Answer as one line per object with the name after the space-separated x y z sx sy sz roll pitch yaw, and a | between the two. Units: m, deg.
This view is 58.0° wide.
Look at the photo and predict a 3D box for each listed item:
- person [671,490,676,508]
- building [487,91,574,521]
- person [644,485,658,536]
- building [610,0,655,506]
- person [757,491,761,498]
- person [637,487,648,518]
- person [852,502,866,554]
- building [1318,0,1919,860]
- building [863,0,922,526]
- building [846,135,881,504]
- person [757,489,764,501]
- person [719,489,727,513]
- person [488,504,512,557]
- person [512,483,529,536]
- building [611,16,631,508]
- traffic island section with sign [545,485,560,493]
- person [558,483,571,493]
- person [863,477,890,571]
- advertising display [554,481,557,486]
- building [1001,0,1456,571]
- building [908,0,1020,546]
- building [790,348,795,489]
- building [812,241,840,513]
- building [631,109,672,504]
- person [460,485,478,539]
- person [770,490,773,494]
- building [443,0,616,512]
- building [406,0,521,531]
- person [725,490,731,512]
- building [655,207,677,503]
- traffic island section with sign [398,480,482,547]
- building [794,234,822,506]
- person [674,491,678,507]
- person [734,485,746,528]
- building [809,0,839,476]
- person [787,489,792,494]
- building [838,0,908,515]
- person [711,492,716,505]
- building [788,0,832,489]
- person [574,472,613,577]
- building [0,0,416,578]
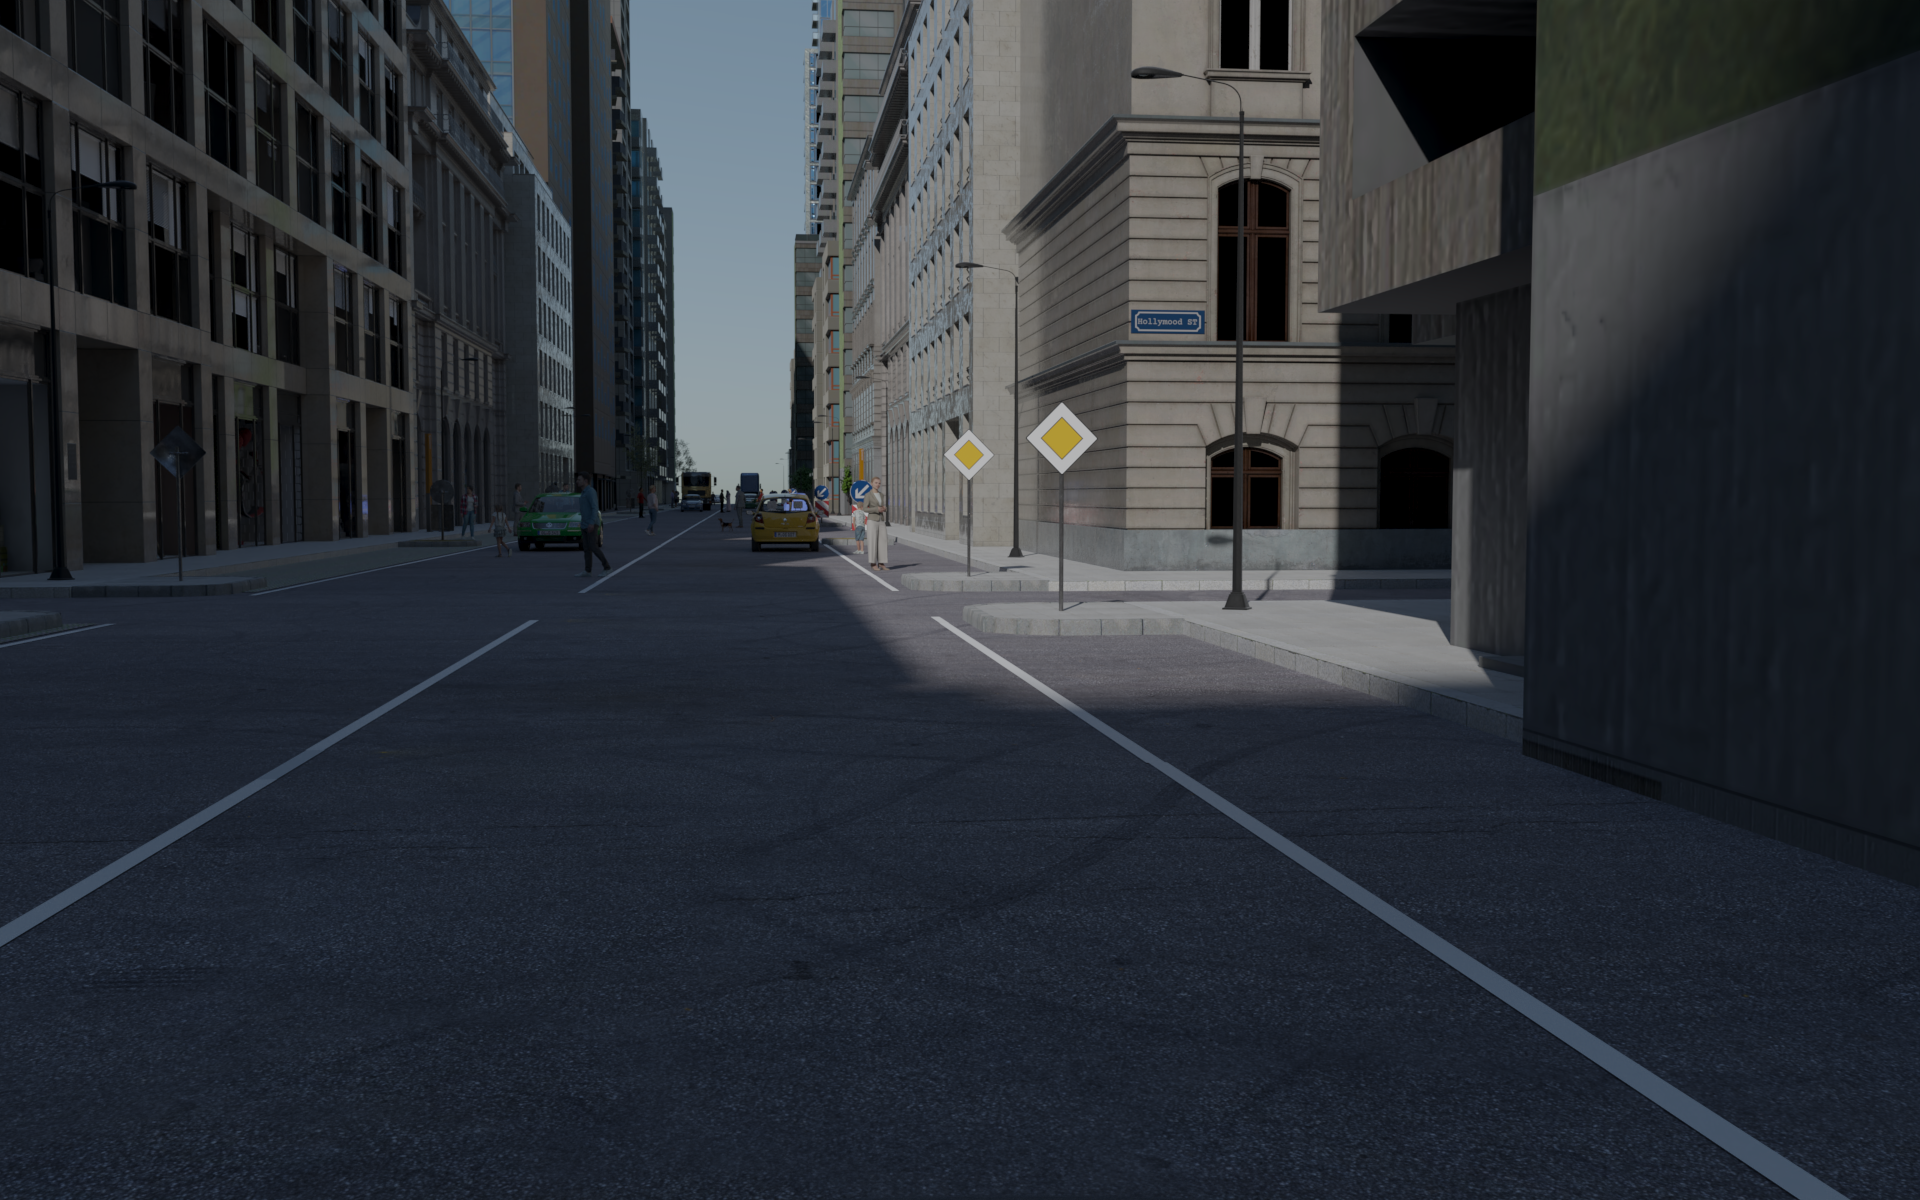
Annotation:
-28.919 -10.195 175.053 0.599 1.838 0.709 0 4 5 | person
-26.363 -14.407 90.300 10.420 20.320 16.860 0 4 -7 | building
-10.635 -3.089 59.685 0.731 1.740 0.598 3 4 39 | person
-44.487 -45.994 190.259 20.563 71.187 20.611 0 4 -7 | building
-19.997 -9.957 172.031 0.721 1.736 1.217 2 4 35 | person
-18.893 -5.771 102.794 0.705 1.831 1.348 1 4 15 | person
-2.425 -1.731 41.485 0.332 1.250 0.352 1 4 11 | person
9.804 -14.667 11.515 14.160 30.474 14.107 0 4 -7 | building
3.422 -14.059 71.671 13.314 21.916 24.055 0 4 -7 | building
-0.685 -14.930 93.253 9.793 20.994 18.267 0 4 -7 | building
-14.308 -7.108 124.677 0.705 1.831 1.348 -2 4 -27 | person
-18.288 -7.628 133.350 0.705 1.807 1.348 1 4 13 | person
-10.430 -1.573 39.230 0.382 1.210 0.505 3 5 40 | person
-14.806 -3.038 58.369 0.583 1.804 0.606 -1 4 -18 | person
-41.593 -30.673 156.132 22.147 44.769 28.867 0 4 -7 | building
-17.530 -4.040 74.686 1.989 1.847 2.006 0 4 -7 | traffic island section with sign
-14.490 -3.379 63.616 0.638 1.841 0.748 0 4 4 | person
-1.552 -1.429 32.420 0.519 1.759 0.362 -3 5 -43 | person
-20.698 -5.105 88.678 0.123 1.923 0.974 -1 4 -15 | advertising display
18.904 -13.215 35.147 34.723 24.649 14.460 0 4 -7 | building
4.454 -11.980 50.618 10.420 20.320 16.860 0 4 -7 | building
-7.063 -22.744 216.901 27.650 21.520 28.899 0 4 -7 | building
2.957 -17.694 134.344 27.650 21.520 28.899 0 4 -7 | building
-48.500 -36.484 216.121 23.786 49.044 30.456 0 4 -7 | building
-15.438 -2.761 54.483 0.563 1.720 0.643 -2 4 -27 | person
-19.163 -10.345 177.506 0.599 1.838 0.709 2 4 27 | person
-34.658 -29.676 135.308 14.600 45.320 14.200 0 4 -7 | building
-25.822 -13.910 69.223 13.314 21.916 24.055 0 4 -7 | building
-18.578 -7.917 138.614 0.621 1.740 0.551 -3 4 -36 | person
-46.759 -33.983 239.211 14.154 41.232 14.086 0 4 -7 | building
-14.188 -2.371 47.396 1.989 1.847 2.006 0 4 -7 | traffic island section with sign
-11.566 -25.857 194.456 14.160 30.474 14.107 0 4 -7 | building
-30.974 -10.944 188.227 0.721 1.735 1.217 -3 4 -36 | person
-9.438 -4.011 74.180 0.391 1.810 0.635 1 4 17 | person
-2.038 -33.221 162.776 23.786 49.044 30.456 0 4 -7 | building
-10.473 -6.035 107.687 0.721 1.766 1.217 -1 4 -14 | person
-0.887 -26.181 111.662 14.154 41.232 14.086 0 4 -7 | building
-31.298 -12.863 219.368 0.990 1.755 0.434 2 4 28 | person
-12.982 -56.981 244.311 22.319 86.520 31.000 0 4 -7 | building
-6.357 -1.315 30.014 0.620 1.820 0.660 -2 4 -32 | person
-25.887 -14.391 39.811 19.350 26.468 34.151 0 4 -7 | building
